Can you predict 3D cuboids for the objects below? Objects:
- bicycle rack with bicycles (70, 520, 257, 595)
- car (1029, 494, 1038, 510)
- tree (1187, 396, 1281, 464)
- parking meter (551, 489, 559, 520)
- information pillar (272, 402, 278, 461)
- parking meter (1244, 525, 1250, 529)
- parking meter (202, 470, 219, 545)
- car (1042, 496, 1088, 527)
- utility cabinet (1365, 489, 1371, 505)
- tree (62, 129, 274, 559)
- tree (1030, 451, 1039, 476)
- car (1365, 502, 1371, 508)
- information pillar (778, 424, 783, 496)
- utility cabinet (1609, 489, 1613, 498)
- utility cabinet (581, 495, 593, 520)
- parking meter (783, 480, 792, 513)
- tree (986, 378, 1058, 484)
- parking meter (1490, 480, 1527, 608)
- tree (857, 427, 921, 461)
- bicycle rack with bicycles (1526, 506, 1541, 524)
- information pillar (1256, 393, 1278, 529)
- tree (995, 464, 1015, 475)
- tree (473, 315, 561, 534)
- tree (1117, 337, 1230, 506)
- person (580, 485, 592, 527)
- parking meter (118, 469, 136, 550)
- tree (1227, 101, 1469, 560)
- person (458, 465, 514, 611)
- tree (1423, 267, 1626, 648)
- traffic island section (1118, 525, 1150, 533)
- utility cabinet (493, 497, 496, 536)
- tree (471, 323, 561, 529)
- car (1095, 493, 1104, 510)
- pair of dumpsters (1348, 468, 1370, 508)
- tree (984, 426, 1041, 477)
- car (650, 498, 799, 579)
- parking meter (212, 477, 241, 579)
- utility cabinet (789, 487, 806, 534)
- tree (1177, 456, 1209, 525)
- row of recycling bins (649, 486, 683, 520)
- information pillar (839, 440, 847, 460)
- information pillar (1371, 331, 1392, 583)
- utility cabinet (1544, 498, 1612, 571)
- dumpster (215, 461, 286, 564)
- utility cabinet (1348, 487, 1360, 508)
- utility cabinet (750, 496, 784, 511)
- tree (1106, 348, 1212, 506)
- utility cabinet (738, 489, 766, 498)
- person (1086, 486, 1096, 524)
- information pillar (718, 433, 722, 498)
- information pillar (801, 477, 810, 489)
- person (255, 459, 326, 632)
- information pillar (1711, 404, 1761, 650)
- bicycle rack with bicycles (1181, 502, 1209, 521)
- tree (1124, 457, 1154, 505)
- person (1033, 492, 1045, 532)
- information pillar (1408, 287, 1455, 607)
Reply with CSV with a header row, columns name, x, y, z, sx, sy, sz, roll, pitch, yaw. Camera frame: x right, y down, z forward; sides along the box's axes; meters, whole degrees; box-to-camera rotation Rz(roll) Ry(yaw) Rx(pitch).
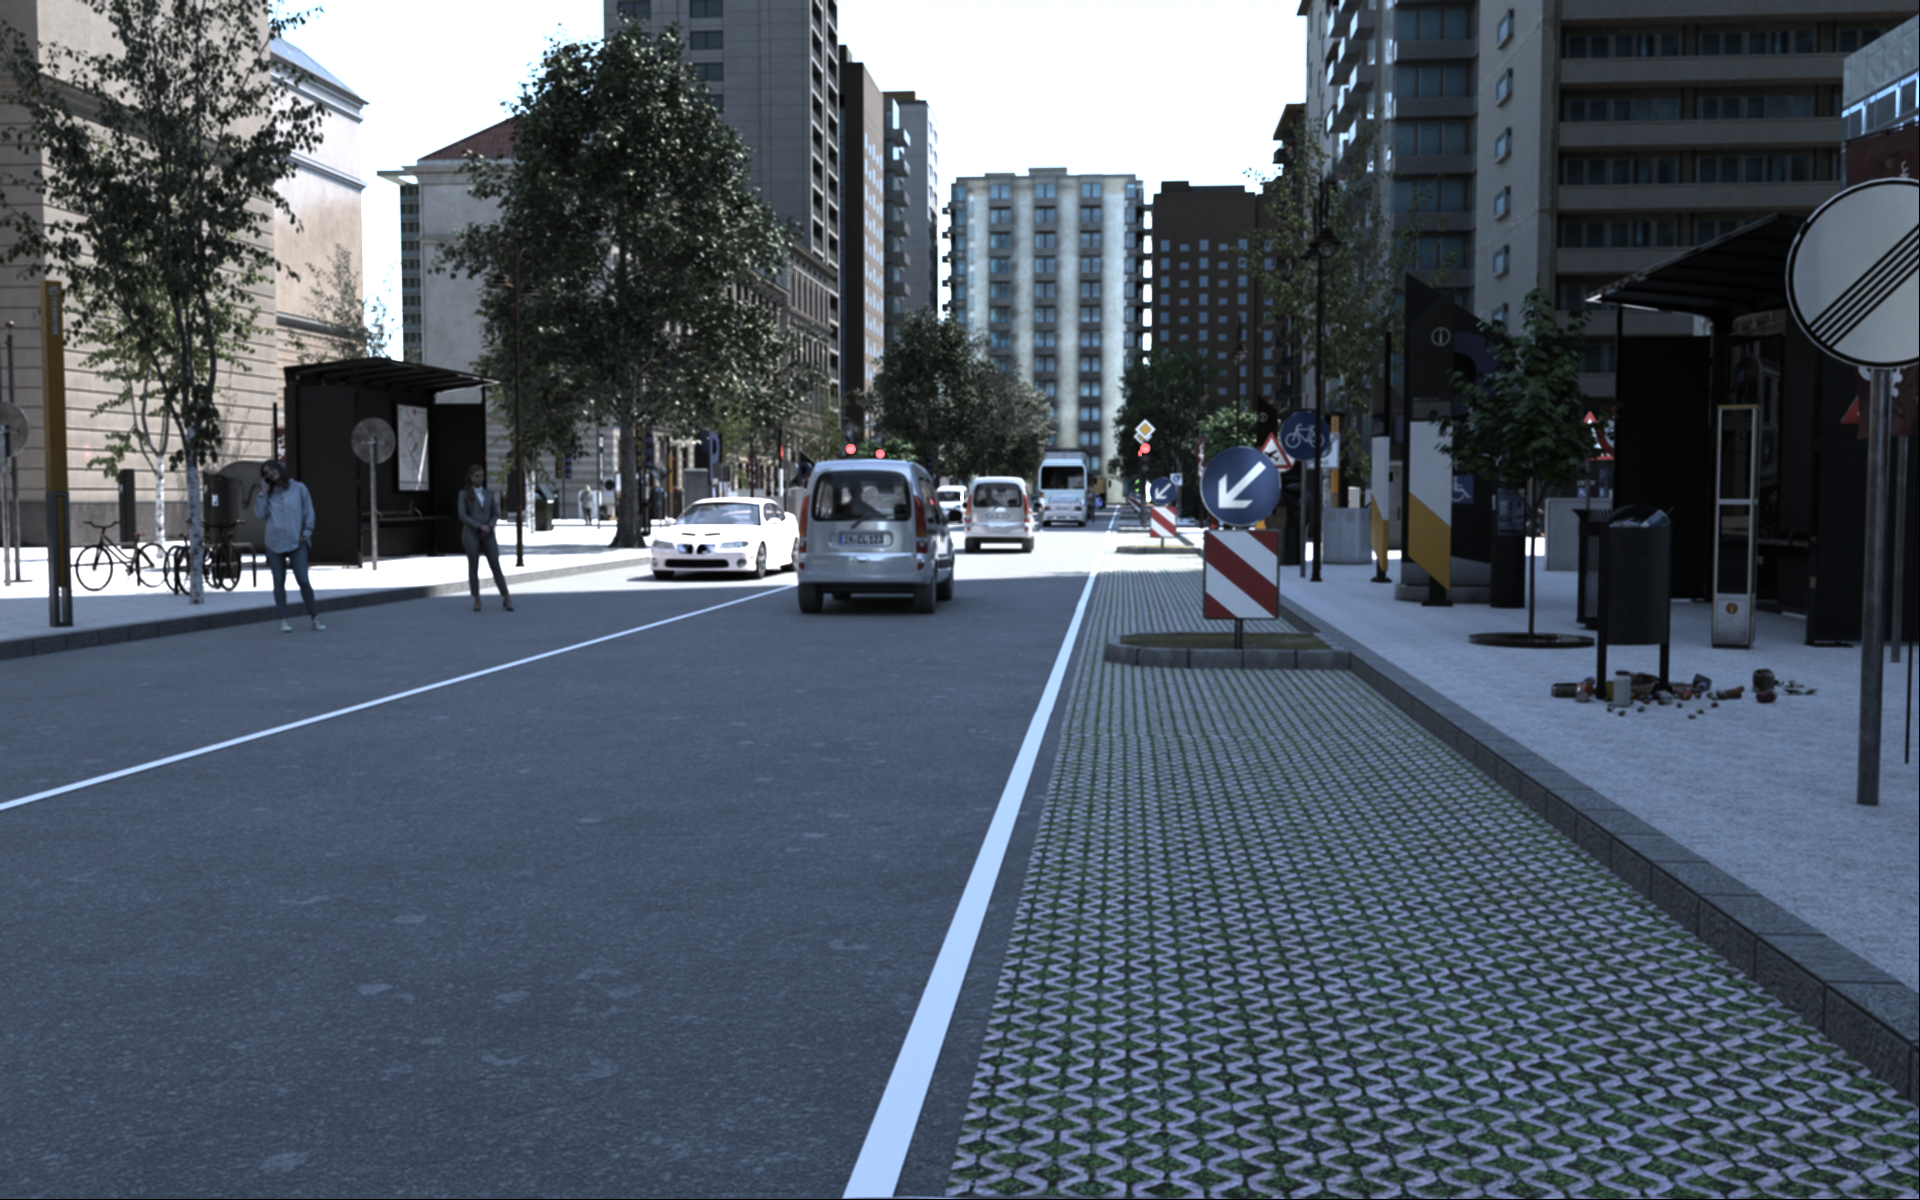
name,x,y,z,sx,sy,sz,roll,pitch,yaw
bicycle rack with bicycles,-10.558,-0.601,23.215,2.852,0.926,2.925,1,4,11
car,6.254,-7.867,140.422,2.131,1.459,4.920,0,4,4
tree,9.354,-4.560,58.275,4.285,4.588,4.351,0,3,0
parking meter,-20.343,-4.812,87.093,0.372,1.533,0.369,0,3,0
information pillar,-17.594,-3.254,44.554,0.183,3.616,0.504,-2,4,-25
parking meter,10.250,-3.469,62.428,0.399,1.863,0.255,-1,4,-17
parking meter,-18.058,-2.207,41.797,0.399,1.863,0.255,3,5,41
car,4.649,-3.962,77.145,2.083,1.381,4.827,0,4,5
utility cabinet,19.018,-4.411,80.792,0.318,1.500,1.173,-1,4,-17
tree,-15.834,-5.132,34.267,4.737,8.622,4.395,0,3,0
tree,1.992,-14.153,148.404,9.611,12.733,9.660,0,3,0
car,16.489,-3.347,67.298,3.894,1.354,1.945,0,4,5
information pillar,-5.865,-3.995,56.669,0.183,3.616,0.504,0,4,1
utility cabinet,30.934,-4.461,81.622,0.318,1.500,1.173,3,5,39
utility cabinet,-18.425,-4.543,85.440,0.306,1.237,1.020,-2,4,-29
parking meter,-6.701,-3.742,66.901,0.399,1.863,0.255,3,4,37
tree,6.253,-17.328,189.966,9.857,13.997,8.962,0,3,0
parking meter,6.198,-0.682,19.561,0.372,1.533,0.369,0,3,0
tree,-3.616,-6.203,85.126,4.285,4.588,4.351,0,3,0
bicycle rack with bicycles,20.067,-2.759,58.486,2.852,0.926,2.925,3,5,43
information pillar,7.096,-2.985,40.158,0.504,3.616,0.183,1,4,21
tree,4.434,-13.536,171.680,4.737,8.622,4.395,0,3,0
tree,-13.663,-6.421,55.353,4.737,8.622,4.395,0,3,0
tree,14.273,-11.643,116.112,9.928,11.665,9.643,0,3,0
person,-15.567,-3.872,71.988,0.537,1.800,0.526,-2,4,-29
parking meter,-19.334,-2.110,40.214,0.255,1.863,0.399,-3,5,-44
tree,7.293,-5.064,33.163,4.737,8.622,4.395,0,3,0
person,-5.803,-0.759,21.176,0.573,1.790,0.520,3,4,37
tree,5.035,-1.240,14.868,1.663,3.219,1.824,0,3,0
traffic island section,6.927,-2.599,64.772,2.009,0.180,2.903,0,4,5
utility cabinet,-13.972,-2.468,51.517,0.306,1.237,1.020,-1,4,-18
tree,-15.820,-6.958,64.131,4.360,8.622,3.978,0,3,0
car,12.296,-9.195,159.921,1.945,1.707,3.694,0,4,5
pair of dumpsters,12.768,-3.421,58.429,1.574,2.255,4.437,0,4,6
tree,6.767,-16.395,202.467,7.601,10.594,8.767,1,4,21
car,-4.078,-1.122,30.703,2.083,1.381,4.827,0,4,6
parking meter,-11.146,-1.094,26.300,0.372,1.533,0.369,0,3,0
utility cabinet,-5.236,-2.855,55.362,0.318,1.500,1.173,-1,4,-15
tree,10.845,-5.072,77.535,1.663,3.219,1.824,0,3,0
row of recycling bins,-14.677,-4.848,86.380,3.534,1.692,1.069,-2,4,-26
information pillar,-5.105,-5.163,75.764,0.504,3.616,0.183,3,5,44
information pillar,6.119,-2.069,25.181,0.183,3.616,0.504,0,4,-8
utility cabinet,10.289,-1.082,28.858,1.020,1.237,0.306,0,4,7
dumpster,-12.323,-1.541,30.954,1.264,1.857,1.865,0,4,5
utility cabinet,12.063,-2.800,54.453,1.173,1.500,0.318,-2,4,-35
utility cabinet,-5.990,-2.608,53.803,1.020,1.237,0.306,-1,4,-21
tree,15.873,-13.369,135.588,9.611,12.733,9.660,0,3,0
utility cabinet,-8.943,-4.018,74.378,1.173,1.500,0.318,-1,4,-17
person,6.303,-4.574,83.467,0.537,1.800,0.526,3,5,43
information pillar,-9.316,-4.576,66.179,0.504,3.616,0.183,-1,4,-13
information pillar,-7.691,-4.988,86.038,0.304,2.012,0.304,-2,4,-28
person,-6.996,-0.571,18.095,0.793,1.790,0.793,-3,5,-39
information pillar,6.458,-0.607,14.412,0.304,2.012,0.304,2,4,30
bicycle rack with bicycles,11.793,-4.120,80.742,2.925,0.926,2.852,-2,4,-33
tree,23.085,-16.852,209.937,7.601,10.594,8.767,0,4,-3
person,3.051,-3.338,65.678,0.503,1.515,0.523,3,5,40
information pillar,5.398,-1.739,19.787,0.504,3.616,0.183,1,4,17
